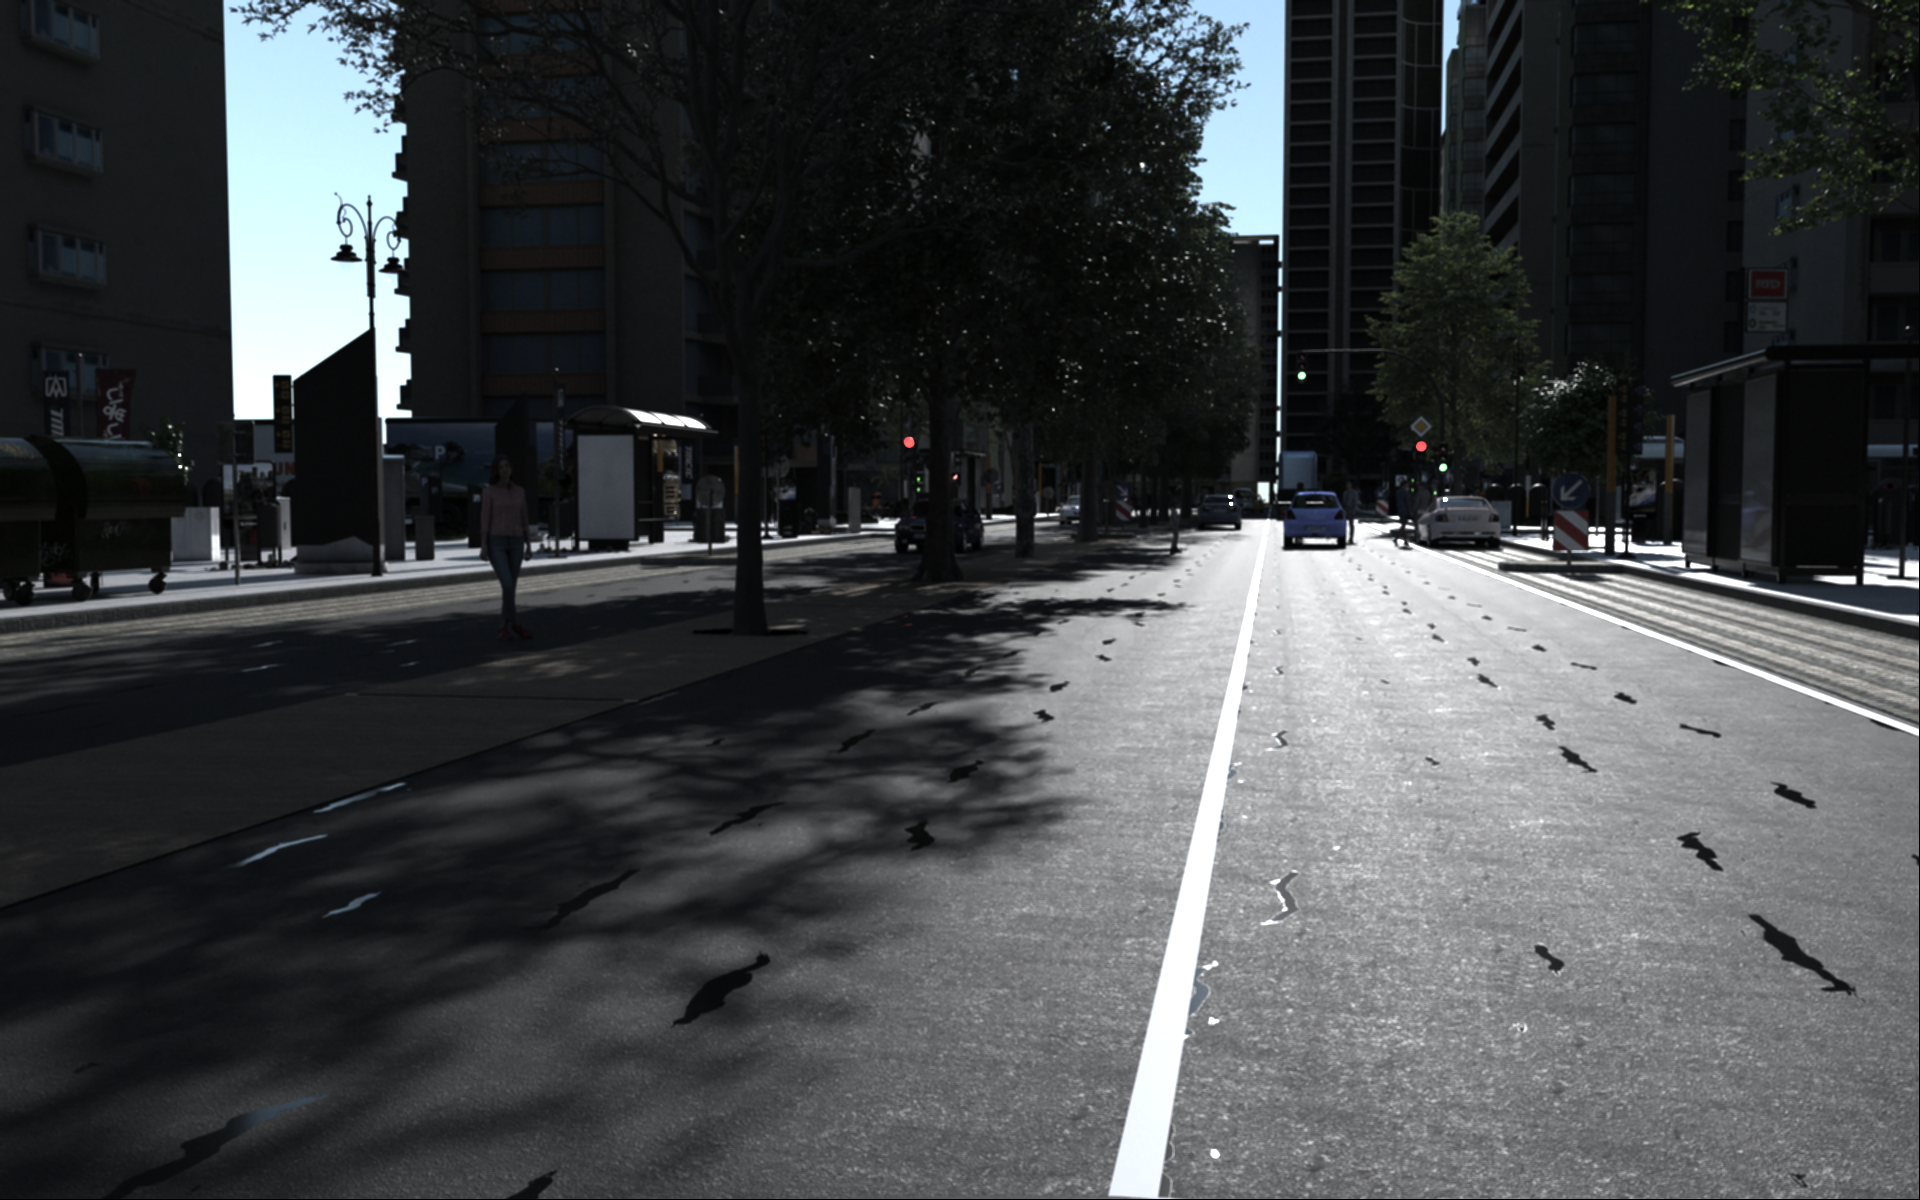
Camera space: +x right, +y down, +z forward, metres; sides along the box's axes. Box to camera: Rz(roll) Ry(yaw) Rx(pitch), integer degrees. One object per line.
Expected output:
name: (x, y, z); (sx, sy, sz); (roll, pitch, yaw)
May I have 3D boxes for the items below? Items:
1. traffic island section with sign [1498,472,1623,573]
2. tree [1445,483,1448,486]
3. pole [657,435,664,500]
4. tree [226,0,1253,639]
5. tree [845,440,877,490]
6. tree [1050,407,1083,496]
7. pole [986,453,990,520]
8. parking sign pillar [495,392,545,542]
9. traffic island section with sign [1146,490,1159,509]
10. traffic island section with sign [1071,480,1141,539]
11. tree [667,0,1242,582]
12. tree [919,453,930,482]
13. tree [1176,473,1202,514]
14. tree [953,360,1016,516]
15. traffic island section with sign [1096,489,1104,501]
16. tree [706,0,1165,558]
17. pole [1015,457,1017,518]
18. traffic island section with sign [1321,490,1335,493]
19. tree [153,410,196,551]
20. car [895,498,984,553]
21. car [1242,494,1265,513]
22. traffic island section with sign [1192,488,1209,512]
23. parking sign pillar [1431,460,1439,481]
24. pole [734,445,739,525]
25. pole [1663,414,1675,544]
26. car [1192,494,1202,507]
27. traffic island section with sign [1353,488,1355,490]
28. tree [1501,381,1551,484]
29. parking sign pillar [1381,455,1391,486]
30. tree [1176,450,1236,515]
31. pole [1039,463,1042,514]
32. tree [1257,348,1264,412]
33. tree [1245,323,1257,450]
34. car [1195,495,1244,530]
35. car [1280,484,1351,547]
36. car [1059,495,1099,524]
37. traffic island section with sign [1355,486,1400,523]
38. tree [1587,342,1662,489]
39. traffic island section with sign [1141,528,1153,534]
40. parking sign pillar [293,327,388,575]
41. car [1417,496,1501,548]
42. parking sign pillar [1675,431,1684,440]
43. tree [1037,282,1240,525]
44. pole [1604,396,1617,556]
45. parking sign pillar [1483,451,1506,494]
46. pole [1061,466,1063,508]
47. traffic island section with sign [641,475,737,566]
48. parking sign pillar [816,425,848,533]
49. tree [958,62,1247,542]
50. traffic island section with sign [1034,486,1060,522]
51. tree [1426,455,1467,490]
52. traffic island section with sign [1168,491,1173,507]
traffic island section with sign: (11.092, -1.438, 32.143); (1.989, 1.847, 2.006); (1, 4, 10)
tree: (32.287, -7.521, 117.562); (1.663, 3.219, 1.824); (0, 3, 0)
pole: (-10.179, -3.974, 58.817); (0.158, 3.312, 0.155); (0, 3, 0)
tree: (-2.130, -6.375, 17.061); (12.009, 13.543, 11.850); (0, 3, 0)
tree: (-7.025, -10.092, 115.366); (4.360, 8.622, 3.978); (0, 3, 0)
tree: (8.251, -10.910, 128.736); (4.360, 8.622, 3.978); (0, 3, 0)
pole: (1.405, -5.658, 86.357); (0.158, 3.312, 0.155); (0, 3, 0)
parking sign pillar: (-11.861, -3.537, 46.296); (1.447, 3.967, 1.447); (3, 5, 40)
traffic island section with sign: (18.351, -9.617, 165.870); (1.989, 1.847, 2.006); (1, 4, 10)
traffic island section with sign: (4.713, -2.953, 56.415); (2.006, 1.907, 1.989); (1, 4, 10)
tree: (-0.316, -6.650, 28.189); (9.611, 12.733, 9.660); (0, 3, 0)
tree: (-1.469, -7.893, 112.765); (4.285, 4.588, 4.351); (0, 3, 0)
tree: (17.246, -10.533, 125.036); (4.360, 8.622, 3.978); (0, 3, 0)
tree: (3.288, -10.815, 102.581); (9.928, 11.665, 9.643); (0, 3, 0)
traffic island section with sign: (9.384, -6.587, 116.331); (1.989, 1.847, 2.006); (1, 4, 10)
tree: (0.408, -11.062, 39.202); (12.611, 20.169, 13.585); (0, 3, 0)
pole: (3.005, -5.955, 91.210); (0.158, 3.312, 0.155); (0, 3, 0)
traffic island section with sign: (34.650, -9.398, 162.290); (1.989, 1.847, 2.006); (1, 4, 10)
tree: (-18.003, -2.745, 39.489); (1.663, 3.219, 1.824); (0, 3, 0)
car: (-0.499, -1.880, 43.326); (1.945, 1.354, 3.894); (1, 4, 10)
car: (21.978, -7.347, 130.348); (2.015, 1.641, 3.980); (1, 4, 9)
traffic island section with sign: (19.413, -7.921, 137.646); (2.006, 1.907, 1.989); (1, 4, 10)
parking sign pillar: (26.607, -6.617, 96.666); (1.447, 3.967, 1.447); (2, 4, 25)
pole: (-9.363, -4.827, 72.758); (0.158, 3.312, 0.155); (0, 3, 0)
pole: (18.184, -3.093, 44.409); (0.158, 3.312, 0.155); (0, 3, 0)
car: (24.359, -10.318, 178.483); (2.009, 1.686, 4.222); (1, 4, 9)
traffic island section with sign: (25.705, -6.378, 112.912); (1.989, 1.847, 2.006); (1, 4, 10)
tree: (36.733, -9.801, 110.603); (4.737, 8.622, 4.395); (0, 3, 0)
parking sign pillar: (29.204, -7.925, 118.038); (1.447, 3.967, 1.447); (-1, 4, -15)
tree: (15.656, -12.110, 118.587); (7.486, 12.596, 7.792); (0, 3, 0)
pole: (5.186, -7.235, 112.135); (0.158, 3.312, 0.155); (0, 3, 0)
tree: (13.024, -11.677, 100.023); (9.857, 13.997, 8.962); (0, 3, 0)
tree: (10.501, -11.015, 89.202); (9.857, 13.997, 8.962); (0, 3, 0)
car: (10.664, -3.615, 71.111); (2.014, 1.417, 4.499); (1, 4, 9)
car: (9.874, -2.357, 48.131); (1.945, 1.707, 3.694); (1, 4, 12)
car: (5.884, -4.338, 83.283); (2.083, 1.381, 4.827); (1, 4, 10)
traffic island section with sign: (20.895, -4.756, 86.388); (1.989, 1.847, 2.006); (1, 4, 10)
tree: (32.185, -8.234, 84.995); (4.737, 8.622, 4.395); (0, 3, 0)
traffic island section with sign: (6.041, -3.399, 63.702); (2.006, 1.907, 1.989); (1, 4, 10)
parking sign pillar: (-10.083, -2.425, 28.113); (1.447, 3.967, 1.447); (0, 4, -3)
car: (13.630, -2.144, 47.410); (2.083, 1.381, 4.827); (1, 4, 9)
parking sign pillar: (28.738, -4.982, 69.928); (1.447, 3.967, 1.447); (2, 4, 29)
tree: (8.981, -9.233, 79.166); (9.928, 11.665, 9.643); (0, 3, 0)
pole: (13.544, -2.579, 36.014); (0.158, 3.312, 0.155); (0, 3, 0)
parking sign pillar: (32.652, -7.178, 105.837); (1.447, 3.967, 1.447); (-1, 4, -15)
pole: (7.328, -7.993, 124.525); (0.158, 3.312, 0.155); (0, 3, 0)
traffic island section with sign: (-5.249, -1.640, 35.440); (1.989, 1.847, 2.006); (1, 4, 10)
parking sign pillar: (-4.441, -4.233, 57.688); (1.447, 3.967, 1.447); (0, 4, 5)
tree: (3.823, -8.725, 51.769); (9.857, 13.997, 8.962); (0, 3, 0)
traffic island section with sign: (4.583, -4.965, 89.805); (1.989, 1.847, 2.006); (1, 4, 10)
tree: (34.149, -8.512, 122.892); (4.285, 4.588, 4.351); (0, 3, 0)
traffic island section with sign: (23.225, -11.265, 192.818); (1.989, 1.847, 2.006); (1, 4, 10)
